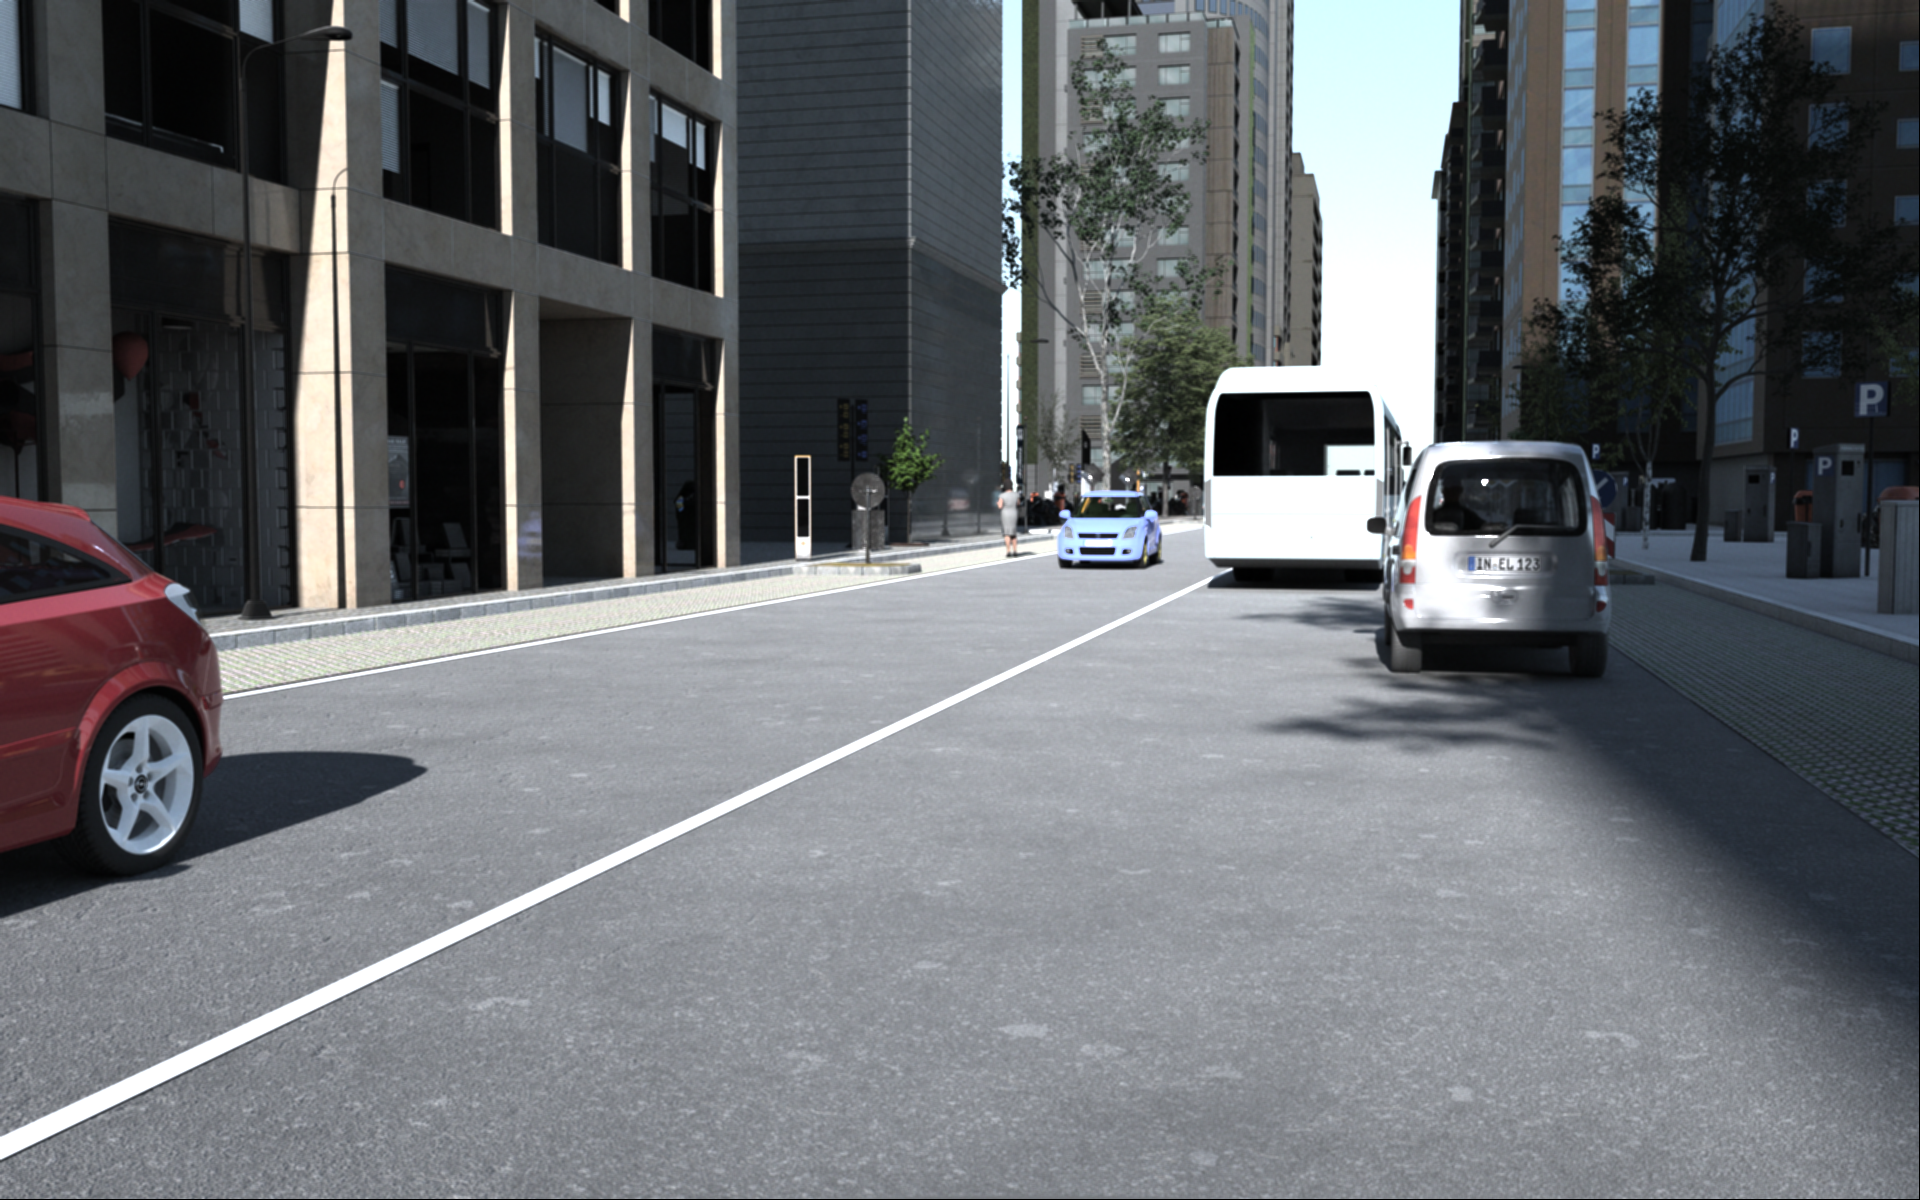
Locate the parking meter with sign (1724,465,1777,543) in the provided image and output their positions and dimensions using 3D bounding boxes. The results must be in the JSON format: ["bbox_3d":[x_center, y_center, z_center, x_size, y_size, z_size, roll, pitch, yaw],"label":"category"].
[{"bbox_3d":[21.306,-3.051,46.141,0.543,3.016,1.738,-3,5,-42],"label":"parking meter with sign"}]

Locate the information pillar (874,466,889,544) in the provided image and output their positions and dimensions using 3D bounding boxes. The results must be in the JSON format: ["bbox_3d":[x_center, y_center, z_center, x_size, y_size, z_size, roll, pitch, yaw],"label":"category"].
[{"bbox_3d":[-2.032,-2.464,44.770,0.304,2.012,0.304,-2,4,-25],"label":"information pillar"}]

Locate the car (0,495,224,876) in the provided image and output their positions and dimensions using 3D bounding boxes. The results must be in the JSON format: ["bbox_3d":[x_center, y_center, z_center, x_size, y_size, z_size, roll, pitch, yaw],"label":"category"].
[{"bbox_3d":[-4.235,0.229,5.301,2.155,1.783,4.494,1,4,13],"label":"car"}]

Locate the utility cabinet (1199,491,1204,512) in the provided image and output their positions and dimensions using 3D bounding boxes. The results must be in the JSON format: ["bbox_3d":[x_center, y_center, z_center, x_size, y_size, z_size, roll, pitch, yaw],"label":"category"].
[{"bbox_3d":[17.805,-7.139,125.401,0.318,1.500,1.173,-3,5,-39],"label":"utility cabinet"}]

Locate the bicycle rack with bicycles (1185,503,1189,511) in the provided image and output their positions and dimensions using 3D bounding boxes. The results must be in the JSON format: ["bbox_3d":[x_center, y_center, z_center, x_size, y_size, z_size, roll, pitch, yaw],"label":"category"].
[{"bbox_3d":[17.410,-7.080,129.146,2.925,0.926,2.852,0,4,-3],"label":"bicycle rack with bicycles"}]

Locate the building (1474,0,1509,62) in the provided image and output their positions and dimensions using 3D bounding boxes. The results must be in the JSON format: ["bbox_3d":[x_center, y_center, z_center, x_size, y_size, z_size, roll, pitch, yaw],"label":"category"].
[{"bbox_3d":[43.888,-27.780,108.821,22.147,44.769,28.867,1,4,14],"label":"building"}]

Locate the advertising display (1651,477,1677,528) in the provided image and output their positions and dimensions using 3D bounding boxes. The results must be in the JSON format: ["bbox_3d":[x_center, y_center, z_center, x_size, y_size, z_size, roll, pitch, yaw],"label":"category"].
[{"bbox_3d":[26.298,-3.648,64.851,0.974,1.923,0.123,2,4,29],"label":"advertising display"}]

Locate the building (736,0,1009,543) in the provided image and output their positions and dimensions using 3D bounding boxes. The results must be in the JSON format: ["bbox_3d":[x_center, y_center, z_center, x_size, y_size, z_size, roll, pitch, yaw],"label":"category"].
[{"bbox_3d":[-14.226,-16.879,53.465,29.804,29.767,11.434,1,4,14],"label":"building"}]

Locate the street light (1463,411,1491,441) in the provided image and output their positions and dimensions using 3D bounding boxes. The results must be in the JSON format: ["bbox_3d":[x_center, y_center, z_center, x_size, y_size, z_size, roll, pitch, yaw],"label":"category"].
[{"bbox_3d":[29.170,-7.626,97.223,1.470,5.913,1.316,1,4,14],"label":"street light"}]

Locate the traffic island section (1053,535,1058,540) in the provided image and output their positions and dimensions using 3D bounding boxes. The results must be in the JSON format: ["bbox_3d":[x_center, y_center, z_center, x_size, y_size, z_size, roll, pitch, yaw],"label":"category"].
[{"bbox_3d":[4.191,-2.017,55.259,2.009,0.180,2.903,1,4,14],"label":"traffic island section"}]

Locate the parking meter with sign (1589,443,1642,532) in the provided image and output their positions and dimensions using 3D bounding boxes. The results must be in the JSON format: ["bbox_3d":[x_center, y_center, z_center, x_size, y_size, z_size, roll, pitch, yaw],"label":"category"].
[{"bbox_3d":[22.398,-3.844,59.111,0.543,3.016,1.738,-3,5,-39],"label":"parking meter with sign"}]

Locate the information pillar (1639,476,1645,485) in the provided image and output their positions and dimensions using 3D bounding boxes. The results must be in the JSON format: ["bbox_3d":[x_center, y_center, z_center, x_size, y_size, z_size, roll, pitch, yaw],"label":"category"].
[{"bbox_3d":[27.333,-3.956,69.174,0.304,2.012,0.304,-1,4,-19],"label":"information pillar"}]

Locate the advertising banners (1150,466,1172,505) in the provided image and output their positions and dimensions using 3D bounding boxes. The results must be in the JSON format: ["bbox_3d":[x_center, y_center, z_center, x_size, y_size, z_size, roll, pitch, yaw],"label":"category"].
[{"bbox_3d":[12.459,-6.789,107.190,2.074,3.025,0.090,-3,5,-45],"label":"advertising banners"}]

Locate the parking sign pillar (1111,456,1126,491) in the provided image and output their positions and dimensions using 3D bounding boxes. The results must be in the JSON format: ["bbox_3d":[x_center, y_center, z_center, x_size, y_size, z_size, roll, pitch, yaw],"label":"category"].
[{"bbox_3d":[10.503,-7.836,116.583,1.447,3.967,1.447,0,4,0],"label":"parking sign pillar"}]

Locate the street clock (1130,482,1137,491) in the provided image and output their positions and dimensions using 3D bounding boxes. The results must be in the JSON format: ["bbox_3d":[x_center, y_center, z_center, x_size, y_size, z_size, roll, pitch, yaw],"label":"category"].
[{"bbox_3d":[8.982,-5.214,89.823,0.358,2.002,0.471,-1,4,-13],"label":"street clock"}]

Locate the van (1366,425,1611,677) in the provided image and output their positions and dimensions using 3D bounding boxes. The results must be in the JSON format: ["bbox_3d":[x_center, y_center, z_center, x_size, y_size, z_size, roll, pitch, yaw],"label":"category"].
[{"bbox_3d":[4.570,-0.493,15.072,2.013,2.044,4.112,1,4,13],"label":"van"}]

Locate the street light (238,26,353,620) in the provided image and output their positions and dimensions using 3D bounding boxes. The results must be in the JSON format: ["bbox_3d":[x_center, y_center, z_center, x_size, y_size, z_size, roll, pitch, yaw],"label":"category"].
[{"bbox_3d":[-6.708,-2.749,17.483,1.470,5.913,1.316,1,4,14],"label":"street light"}]

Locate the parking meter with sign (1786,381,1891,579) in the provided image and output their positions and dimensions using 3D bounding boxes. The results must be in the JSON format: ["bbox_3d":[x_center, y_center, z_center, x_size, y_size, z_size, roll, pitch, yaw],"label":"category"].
[{"bbox_3d":[13.442,-1.854,26.570,1.738,3.016,0.543,-2,4,-28],"label":"parking meter with sign"}]

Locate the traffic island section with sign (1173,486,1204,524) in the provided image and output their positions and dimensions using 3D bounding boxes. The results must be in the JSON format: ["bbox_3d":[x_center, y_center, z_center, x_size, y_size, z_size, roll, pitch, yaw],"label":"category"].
[{"bbox_3d":[11.487,-4.637,84.447,1.989,1.847,2.006,1,4,14],"label":"traffic island section with sign"}]

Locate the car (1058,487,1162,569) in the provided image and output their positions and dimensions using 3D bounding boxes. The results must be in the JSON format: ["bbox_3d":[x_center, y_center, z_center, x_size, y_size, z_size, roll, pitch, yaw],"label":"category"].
[{"bbox_3d":[3.001,-1.518,34.410,1.945,1.707,3.694,1,4,13],"label":"car"}]

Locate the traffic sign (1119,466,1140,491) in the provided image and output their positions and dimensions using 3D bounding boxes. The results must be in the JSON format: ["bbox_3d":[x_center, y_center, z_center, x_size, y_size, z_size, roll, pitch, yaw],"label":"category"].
[{"bbox_3d":[6.149,-3.627,62.940,0.795,2.450,0.064,1,4,14],"label":"traffic sign"}]

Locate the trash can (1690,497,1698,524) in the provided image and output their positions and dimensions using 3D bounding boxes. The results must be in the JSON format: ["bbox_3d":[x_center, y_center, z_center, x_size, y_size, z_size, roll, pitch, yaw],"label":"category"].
[{"bbox_3d":[31.587,-3.813,74.002,0.748,1.137,0.748,0,3,0],"label":"trash can"}]

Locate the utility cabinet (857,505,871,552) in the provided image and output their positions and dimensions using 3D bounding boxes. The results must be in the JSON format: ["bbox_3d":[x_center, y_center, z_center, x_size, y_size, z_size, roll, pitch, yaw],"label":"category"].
[{"bbox_3d":[-2.164,-1.692,38.831,0.306,1.237,1.020,0,4,-5],"label":"utility cabinet"}]

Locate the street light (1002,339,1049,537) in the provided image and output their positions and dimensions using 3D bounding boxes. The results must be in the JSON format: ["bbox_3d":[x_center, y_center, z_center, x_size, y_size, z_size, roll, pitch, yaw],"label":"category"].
[{"bbox_3d":[1.970,-4.861,52.021,1.470,5.913,1.316,1,4,14],"label":"street light"}]

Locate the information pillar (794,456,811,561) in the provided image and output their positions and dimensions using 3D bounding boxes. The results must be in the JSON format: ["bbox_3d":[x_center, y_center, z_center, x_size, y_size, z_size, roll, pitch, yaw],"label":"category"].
[{"bbox_3d":[-3.014,-1.757,33.221,0.304,2.012,0.304,0,4,-7],"label":"information pillar"}]

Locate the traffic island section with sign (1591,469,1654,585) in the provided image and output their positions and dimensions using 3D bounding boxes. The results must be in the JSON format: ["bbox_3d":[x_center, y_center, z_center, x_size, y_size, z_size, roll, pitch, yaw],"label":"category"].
[{"bbox_3d":[10.169,-1.204,28.310,1.989,1.847,2.006,1,4,14],"label":"traffic island section with sign"}]

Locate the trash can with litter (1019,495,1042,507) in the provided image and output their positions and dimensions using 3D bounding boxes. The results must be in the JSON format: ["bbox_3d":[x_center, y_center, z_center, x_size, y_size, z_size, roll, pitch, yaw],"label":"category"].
[{"bbox_3d":[4.131,-5.527,101.431,2.233,1.210,1.678,0,4,4],"label":"trash can with litter"}]

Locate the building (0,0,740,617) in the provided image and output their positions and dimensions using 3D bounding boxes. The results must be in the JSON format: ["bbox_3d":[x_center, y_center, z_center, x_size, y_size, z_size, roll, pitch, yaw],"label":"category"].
[{"bbox_3d":[-17.336,-12.927,15.878,19.350,26.468,34.151,1,4,14],"label":"building"}]

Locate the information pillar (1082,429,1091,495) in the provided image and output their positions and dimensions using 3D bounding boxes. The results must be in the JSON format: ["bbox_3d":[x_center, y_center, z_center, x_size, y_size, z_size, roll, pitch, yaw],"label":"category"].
[{"bbox_3d":[4.556,-4.364,62.712,0.183,3.616,0.504,2,4,35],"label":"information pillar"}]

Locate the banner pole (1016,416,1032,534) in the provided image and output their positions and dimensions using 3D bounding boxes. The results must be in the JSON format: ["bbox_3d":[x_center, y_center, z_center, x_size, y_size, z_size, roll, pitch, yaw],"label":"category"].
[{"bbox_3d":[2.001,-4.007,55.539,0.401,3.779,0.863,2,4,30],"label":"banner pole"}]

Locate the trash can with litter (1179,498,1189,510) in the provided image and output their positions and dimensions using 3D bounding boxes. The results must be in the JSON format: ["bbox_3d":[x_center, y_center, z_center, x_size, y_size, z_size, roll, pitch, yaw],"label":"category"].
[{"bbox_3d":[17.677,-7.590,135.485,1.055,1.170,0.624,-1,4,-20],"label":"trash can with litter"}]

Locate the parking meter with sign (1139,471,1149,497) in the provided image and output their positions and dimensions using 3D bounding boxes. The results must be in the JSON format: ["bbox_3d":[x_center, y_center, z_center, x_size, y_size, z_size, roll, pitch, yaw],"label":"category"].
[{"bbox_3d":[13.960,-8.321,132.305,0.543,3.016,1.738,1,4,22],"label":"parking meter with sign"}]

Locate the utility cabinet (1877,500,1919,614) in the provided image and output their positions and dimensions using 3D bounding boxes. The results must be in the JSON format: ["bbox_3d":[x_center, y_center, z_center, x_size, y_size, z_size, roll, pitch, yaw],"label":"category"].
[{"bbox_3d":[10.426,-0.454,18.584,1.020,1.237,0.306,0,4,-5],"label":"utility cabinet"}]

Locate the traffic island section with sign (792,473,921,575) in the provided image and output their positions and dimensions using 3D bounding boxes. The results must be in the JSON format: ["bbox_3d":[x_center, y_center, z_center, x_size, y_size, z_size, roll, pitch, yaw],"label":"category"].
[{"bbox_3d":[-1.780,-1.386,31.290,1.989,1.847,2.006,1,4,14],"label":"traffic island section with sign"}]

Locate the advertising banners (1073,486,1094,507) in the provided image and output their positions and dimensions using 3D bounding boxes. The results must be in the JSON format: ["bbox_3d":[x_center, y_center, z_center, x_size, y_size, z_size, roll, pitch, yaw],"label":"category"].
[{"bbox_3d":[8.181,-7.216,114.161,0.090,3.025,2.074,-3,5,-41],"label":"advertising banners"}]

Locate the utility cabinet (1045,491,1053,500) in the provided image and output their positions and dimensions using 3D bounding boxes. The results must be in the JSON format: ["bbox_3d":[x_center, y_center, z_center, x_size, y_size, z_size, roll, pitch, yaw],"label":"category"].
[{"bbox_3d":[6.858,-7.384,129.407,0.318,1.500,1.173,-3,5,-44],"label":"utility cabinet"}]

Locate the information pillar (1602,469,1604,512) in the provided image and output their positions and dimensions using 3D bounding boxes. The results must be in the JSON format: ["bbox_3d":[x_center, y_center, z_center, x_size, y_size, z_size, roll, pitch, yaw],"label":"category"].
[{"bbox_3d":[18.460,-2.789,50.095,0.304,2.012,0.304,2,4,28],"label":"information pillar"}]

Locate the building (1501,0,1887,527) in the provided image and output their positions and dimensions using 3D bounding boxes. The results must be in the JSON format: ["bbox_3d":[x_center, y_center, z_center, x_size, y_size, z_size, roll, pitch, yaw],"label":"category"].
[{"bbox_3d":[33.303,-26.358,81.057,14.600,45.320,14.200,1,4,14],"label":"building"}]

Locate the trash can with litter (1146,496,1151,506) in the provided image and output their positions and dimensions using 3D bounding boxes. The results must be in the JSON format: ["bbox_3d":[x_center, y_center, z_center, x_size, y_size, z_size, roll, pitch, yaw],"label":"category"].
[{"bbox_3d":[13.098,-6.694,120.838,0.624,1.170,1.055,2,4,30],"label":"trash can with litter"}]

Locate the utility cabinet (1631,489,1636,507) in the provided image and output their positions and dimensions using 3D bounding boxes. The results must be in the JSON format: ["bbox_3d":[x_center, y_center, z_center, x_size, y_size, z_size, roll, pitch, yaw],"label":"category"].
[{"bbox_3d":[28.931,-4.041,74.749,1.173,1.500,0.318,2,4,34],"label":"utility cabinet"}]

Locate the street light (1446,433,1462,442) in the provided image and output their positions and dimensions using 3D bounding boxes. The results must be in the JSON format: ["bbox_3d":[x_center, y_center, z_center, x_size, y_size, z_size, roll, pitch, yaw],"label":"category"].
[{"bbox_3d":[39.336,-10.114,137.907,1.470,5.913,1.316,1,4,14],"label":"street light"}]

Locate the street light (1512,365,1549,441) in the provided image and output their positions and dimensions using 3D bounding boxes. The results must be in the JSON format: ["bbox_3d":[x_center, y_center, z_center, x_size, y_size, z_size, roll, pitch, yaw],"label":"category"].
[{"bbox_3d":[20.600,-5.503,62.511,1.470,5.913,1.316,1,4,14],"label":"street light"}]

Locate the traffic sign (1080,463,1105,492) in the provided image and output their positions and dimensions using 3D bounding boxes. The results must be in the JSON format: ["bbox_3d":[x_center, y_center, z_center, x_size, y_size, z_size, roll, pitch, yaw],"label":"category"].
[{"bbox_3d":[4.216,-3.153,55.191,0.795,2.450,0.064,1,4,14],"label":"traffic sign"}]
